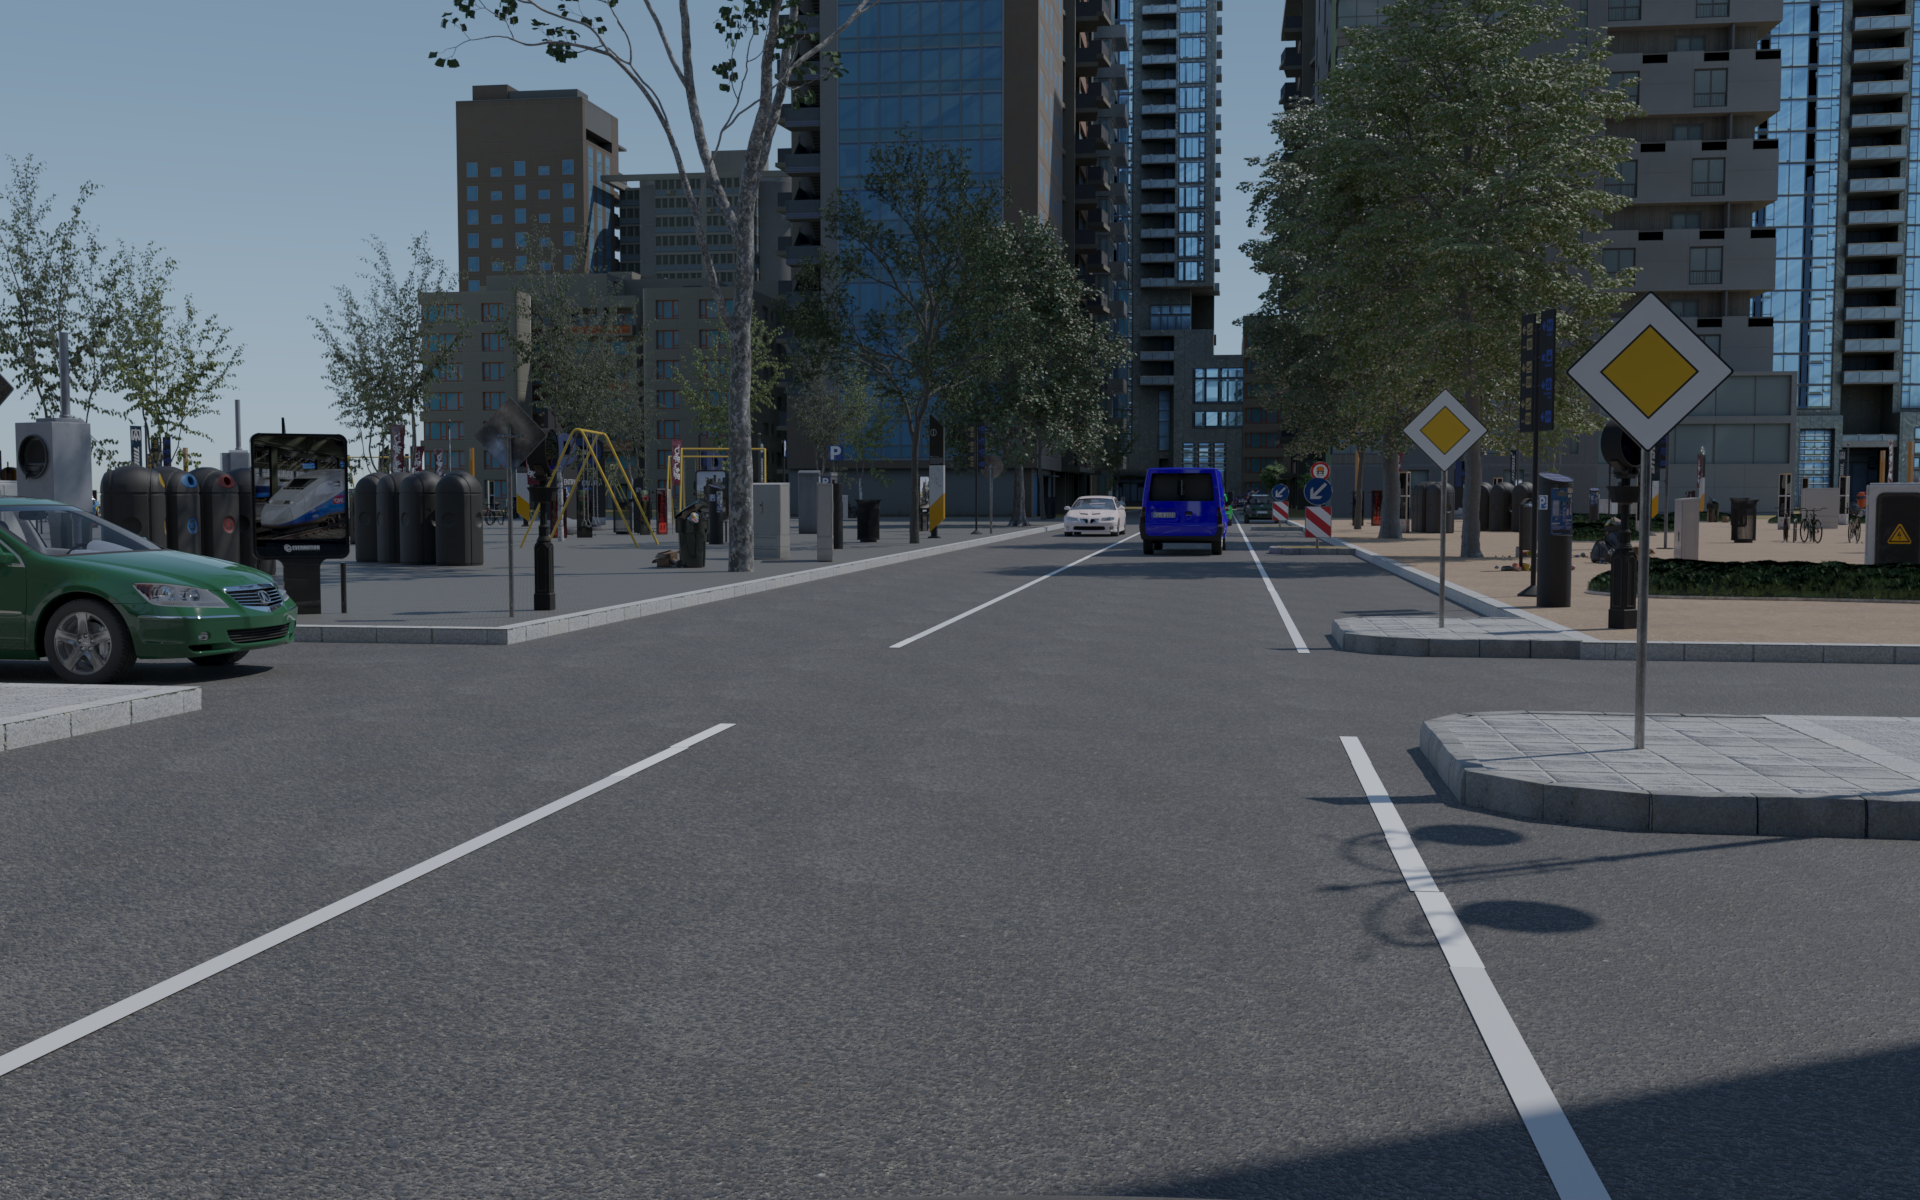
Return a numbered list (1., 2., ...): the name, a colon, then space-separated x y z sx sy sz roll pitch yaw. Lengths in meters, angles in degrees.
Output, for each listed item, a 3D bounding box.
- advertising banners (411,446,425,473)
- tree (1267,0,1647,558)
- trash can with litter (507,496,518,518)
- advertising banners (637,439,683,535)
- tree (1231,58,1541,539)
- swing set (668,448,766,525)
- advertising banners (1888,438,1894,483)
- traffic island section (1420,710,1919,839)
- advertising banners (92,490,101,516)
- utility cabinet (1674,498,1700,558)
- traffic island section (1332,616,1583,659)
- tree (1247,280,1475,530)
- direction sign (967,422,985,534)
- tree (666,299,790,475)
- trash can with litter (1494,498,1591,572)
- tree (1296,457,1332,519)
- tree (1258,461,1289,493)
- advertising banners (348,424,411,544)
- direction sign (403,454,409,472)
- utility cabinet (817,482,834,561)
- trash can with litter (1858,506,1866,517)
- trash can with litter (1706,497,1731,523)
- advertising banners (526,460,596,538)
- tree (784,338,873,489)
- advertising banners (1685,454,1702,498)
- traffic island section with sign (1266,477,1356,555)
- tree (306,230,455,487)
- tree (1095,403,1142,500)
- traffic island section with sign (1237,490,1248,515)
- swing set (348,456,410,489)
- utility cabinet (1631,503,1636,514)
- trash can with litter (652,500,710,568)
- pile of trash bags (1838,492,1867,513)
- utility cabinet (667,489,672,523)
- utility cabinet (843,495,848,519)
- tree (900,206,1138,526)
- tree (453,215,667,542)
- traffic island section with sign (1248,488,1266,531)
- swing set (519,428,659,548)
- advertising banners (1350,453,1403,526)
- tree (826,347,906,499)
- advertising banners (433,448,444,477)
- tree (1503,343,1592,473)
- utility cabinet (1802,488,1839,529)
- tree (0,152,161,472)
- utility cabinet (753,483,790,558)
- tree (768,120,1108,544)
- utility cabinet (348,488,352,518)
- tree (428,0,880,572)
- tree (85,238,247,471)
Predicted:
1. advertising banners: -20.384 -4.059 62.552 2.074 3.025 0.090 -1 4 -19
2. tree: 9.941 -7.129 34.685 7.486 12.596 7.792 0 3 0
3. trash can with litter: -23.730 -4.911 91.688 0.624 1.170 1.055 -3 4 -37
4. advertising banners: -9.443 -3.577 54.676 0.090 3.025 2.074 2 4 34
5. tree: 12.385 -8.753 49.771 9.857 13.997 8.962 0 3 0
6. swing set: -8.181 -3.758 59.070 3.119 2.851 2.862 0 4 -6
7. advertising banners: 29.830 -3.603 55.105 2.074 3.025 0.090 -3 5 -44
8. traffic island section: 3.445 0.828 8.738 2.009 0.180 2.903 1 4 9
9. advertising banners: -33.146 -4.274 66.072 2.074 3.025 0.090 0 4 3
10. utility cabinet: 12.572 -1.152 29.996 0.306 1.237 1.020 1 4 16
11. traffic island section: 4.643 0.345 16.633 2.009 0.180 2.903 1 4 9
12. tree: 14.262 -7.814 62.164 8.767 10.594 7.601 1 4 23
13. direction sign: 0.520 -3.863 55.160 0.379 3.537 0.876 -3 4 -38
14. tree: -8.509 -6.998 64.775 4.737 8.622 4.395 0 3 0
15. trash can with litter: 9.869 -1.111 29.222 1.678 1.210 2.233 3 5 44
16. tree: 18.237 -5.778 89.068 1.663 3.219 1.824 0 3 0
17. tree: 30.435 -11.220 167.165 4.285 4.588 4.351 0 3 0
18. advertising banners: -14.719 -2.905 43.682 2.074 3.025 0.090 2 4 28
19. direction sign: -31.231 -6.446 97.387 0.876 3.537 0.379 3 4 37
20. utility cabinet: -2.577 -1.503 33.246 0.318 1.500 1.173 0 4 -4
21. trash can with litter: 20.261 -1.631 38.054 1.055 1.170 0.624 -3 4 -39
22. trash can with litter: 34.150 -4.071 77.940 1.055 1.170 0.624 2 4 27
23. advertising banners: -11.680 -3.319 50.454 2.074 3.025 0.090 -1 4 -23
24. tree: -6.249 -7.865 78.948 4.360 8.622 3.978 0 3 0
25. advertising banners: 32.679 -4.954 77.185 0.090 3.025 2.074 0 4 6
26. traffic island section with sign: 8.461 -2.020 41.661 1.989 1.847 2.006 1 4 9
27. tree: -15.412 -5.953 47.701 4.360 8.622 3.978 0 3 0
28. tree: 12.457 -11.582 139.723 4.737 8.622 4.395 0 3 0
29. traffic island section with sign: 19.989 -6.668 117.650 1.989 1.847 2.006 1 4 9
30. swing set: -24.220 -4.564 72.237 3.119 2.851 2.862 0 4 0
31. utility cabinet: 33.884 -4.754 86.398 0.318 1.500 1.173 0 4 -4
32. trash can with litter: -4.908 -1.154 30.260 1.055 1.170 0.624 2 4 24
33. pile of trash bags: 40.844 -4.299 80.045 3.447 1.369 1.912 -2 4 -30
34. utility cabinet: -12.706 -4.025 74.491 0.318 1.500 1.173 0 4 7
35. utility cabinet: -6.172 -4.836 90.228 0.306 1.237 1.020 -2 4 -26
36. tree: 2.321 -9.328 69.523 9.611 12.733 9.660 0 3 0
37. tree: -10.555 -5.884 46.559 4.360 8.622 3.978 0 3 0
38. traffic island section with sign: 12.500 -3.650 68.312 1.989 1.847 2.006 1 4 9
39. swing set: -9.093 -2.746 42.512 2.862 2.851 3.119 0 4 0
40. advertising banners: 16.784 -4.498 69.726 2.074 3.025 0.090 1 4 11
41. tree: -4.786 -8.225 84.835 4.737 8.622 4.395 0 3 0
42. advertising banners: -18.969 -4.206 64.961 2.074 3.025 0.090 2 4 29
43. tree: 28.181 -8.092 82.672 4.737 8.622 4.395 0 3 0
44. utility cabinet: 31.400 -3.337 63.234 1.173 1.500 0.318 0 4 4
45. tree: -19.619 -5.338 37.632 4.360 8.622 3.978 0 3 0
46. utility cabinet: -3.921 -1.570 34.346 1.173 1.500 0.318 3 4 36
47. tree: -1.373 -6.722 44.323 8.767 10.594 7.601 2 4 29
48. utility cabinet: -23.732 -3.688 68.976 1.173 1.500 0.318 -2 4 -28
49. tree: -4.047 -10.620 29.523 12.611 20.169 13.585 0 3 0
50. tree: -23.170 -6.101 50.108 4.737 8.622 4.395 0 3 0
